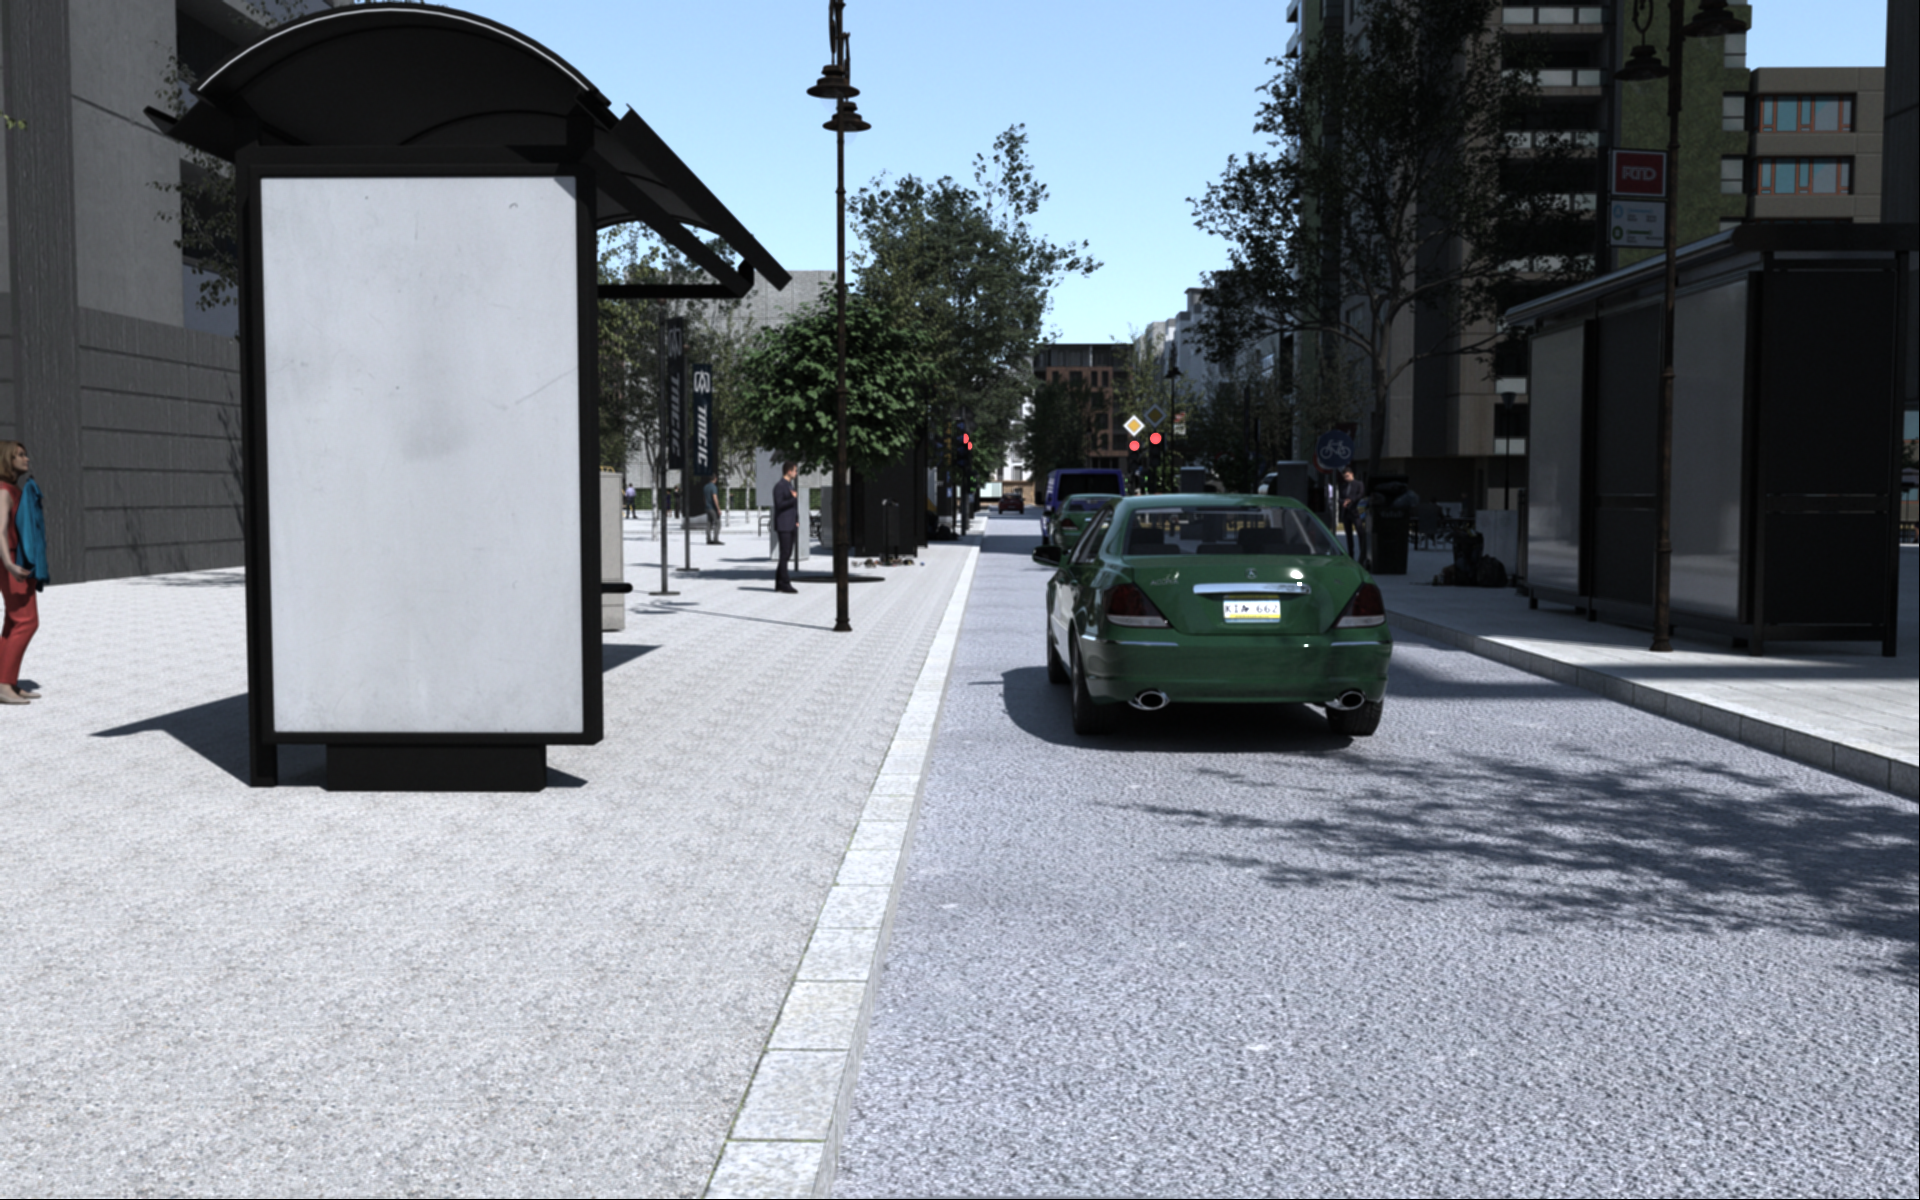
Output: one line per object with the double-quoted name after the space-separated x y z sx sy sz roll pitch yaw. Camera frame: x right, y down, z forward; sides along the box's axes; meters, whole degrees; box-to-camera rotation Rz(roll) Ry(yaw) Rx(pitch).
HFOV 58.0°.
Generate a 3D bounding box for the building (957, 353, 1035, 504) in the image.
4.475 -23.390 238.838 11.380 20.091 16.016 0 4 1 "building"

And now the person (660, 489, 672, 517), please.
-16.119 -5.304 95.134 0.546 1.535 0.453 -3 5 -43 "person"

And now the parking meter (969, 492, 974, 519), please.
0.540 -4.909 88.670 0.372 1.533 0.369 0 3 0 "parking meter"

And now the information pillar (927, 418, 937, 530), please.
-0.894 -3.784 53.222 0.183 3.616 0.504 -3 5 -45 "information pillar"

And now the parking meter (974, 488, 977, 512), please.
0.943 -7.034 120.723 0.399 1.863 0.255 -2 4 -35 "parking meter"

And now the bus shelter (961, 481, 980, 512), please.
0.970 -8.447 129.398 1.731 3.624 6.357 0 4 1 "bus shelter"

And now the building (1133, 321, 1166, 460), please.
28.228 -19.524 185.680 16.747 18.905 31.486 0 4 1 "building"

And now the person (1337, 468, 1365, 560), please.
7.248 -1.565 32.087 0.683 1.767 0.568 3 5 41 "person"

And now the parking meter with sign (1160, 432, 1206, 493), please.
6.550 -3.204 48.654 1.738 3.016 0.543 1 4 12 "parking meter with sign"

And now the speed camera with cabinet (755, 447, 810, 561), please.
-3.366 -2.358 32.881 0.660 3.252 2.038 1 4 8 "speed camera with cabinet"

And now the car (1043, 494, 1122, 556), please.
2.863 -1.555 37.223 2.131 1.459 4.920 0 4 1 "car"

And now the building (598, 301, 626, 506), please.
-53.359 -21.092 188.836 32.646 21.610 27.936 0 4 1 "building"

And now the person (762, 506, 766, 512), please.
-14.290 -7.091 125.897 0.435 1.345 0.340 0 4 2 "person"

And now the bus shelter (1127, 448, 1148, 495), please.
9.830 -6.058 90.334 1.731 3.624 6.357 0 4 1 "bus shelter"

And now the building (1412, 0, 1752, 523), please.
25.381 -24.082 77.340 14.086 41.232 14.154 0 4 1 "building"

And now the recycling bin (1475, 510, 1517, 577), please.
8.606 -0.903 27.311 0.722 1.027 0.722 3 5 43 "recycling bin"

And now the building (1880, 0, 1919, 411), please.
22.578 -20.912 25.512 14.154 41.232 14.086 0 4 1 "building"

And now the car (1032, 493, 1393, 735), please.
1.581 0.004 11.740 2.131 1.459 4.920 0 4 0 "car"

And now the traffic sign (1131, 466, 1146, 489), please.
8.174 -4.820 78.919 0.768 2.556 0.104 0 4 4 "traffic sign"

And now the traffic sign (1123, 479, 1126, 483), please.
10.548 -6.967 114.022 0.768 2.556 0.104 0 4 8 "traffic sign"

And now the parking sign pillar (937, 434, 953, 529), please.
-0.950 -4.635 64.255 1.447 3.967 1.447 2 4 30 "parking sign pillar"

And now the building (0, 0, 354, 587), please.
-26.647 -29.886 30.632 28.212 58.520 21.231 0 4 1 "building"

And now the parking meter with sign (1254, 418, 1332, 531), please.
7.630 -2.655 39.669 1.738 3.016 0.543 1 4 15 "parking meter with sign"

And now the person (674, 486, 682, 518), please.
-14.786 -5.163 91.255 0.742 1.727 0.445 2 4 28 "person"

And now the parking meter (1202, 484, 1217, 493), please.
6.567 -2.275 45.606 0.372 1.533 0.369 0 3 0 "parking meter"

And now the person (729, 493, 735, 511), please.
-17.184 -7.377 130.569 0.435 1.345 0.340 0 4 4 "person"

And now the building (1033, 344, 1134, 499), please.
26.623 -24.560 245.536 32.646 21.610 27.936 0 4 1 "building"

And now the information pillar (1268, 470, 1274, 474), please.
9.456 -2.912 52.098 0.304 2.012 0.304 -1 4 -12 "information pillar"

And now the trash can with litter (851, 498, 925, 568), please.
-1.468 -1.232 31.195 1.678 1.210 2.233 1 4 18 "trash can with litter"

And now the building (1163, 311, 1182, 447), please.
27.544 -18.828 164.259 16.016 20.091 11.380 0 4 1 "building"

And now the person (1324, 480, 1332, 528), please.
13.578 -3.575 64.360 0.709 1.838 0.599 -3 4 -39 "person"

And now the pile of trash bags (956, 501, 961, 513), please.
-0.799 -6.394 114.288 3.447 1.369 1.912 0 4 3 "pile of trash bags"

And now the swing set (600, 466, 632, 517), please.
-20.303 -6.216 99.259 2.862 2.851 3.119 0 4 1 "swing set"

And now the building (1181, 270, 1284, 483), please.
28.316 -18.081 152.050 16.016 20.091 11.380 0 4 1 "building"

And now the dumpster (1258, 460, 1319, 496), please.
9.537 -2.931 50.414 1.502 2.255 1.985 0 4 1 "dumpster"

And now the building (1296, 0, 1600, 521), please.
26.115 -25.307 97.360 14.154 41.232 14.086 0 4 1 "building"

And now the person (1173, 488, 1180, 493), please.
7.206 -2.882 57.084 0.593 1.643 0.415 -1 4 -9 "person"

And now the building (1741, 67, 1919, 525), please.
46.995 -14.615 84.002 28.899 21.520 27.650 0 4 1 "building"

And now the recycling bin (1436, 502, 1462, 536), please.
14.566 -2.410 51.956 0.722 1.027 0.722 0 4 -7 "recycling bin"

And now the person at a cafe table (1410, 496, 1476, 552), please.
10.842 -1.736 39.237 1.698 1.238 1.726 2 4 33 "person at a cafe table"

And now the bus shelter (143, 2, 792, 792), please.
-2.286 -0.979 9.926 2.014 3.302 5.546 0 4 1 "bus shelter"

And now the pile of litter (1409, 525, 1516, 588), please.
7.186 -0.632 24.291 1.176 0.858 1.719 -2 4 -35 "pile of litter"

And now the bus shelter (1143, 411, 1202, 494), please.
9.835 -6.362 81.646 2.179 5.291 8.768 0 4 1 "bus shelter"

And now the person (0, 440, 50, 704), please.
-5.857 -0.186 10.795 0.444 1.614 0.593 0 4 6 "person"

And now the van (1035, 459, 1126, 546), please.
3.109 -2.435 44.188 2.240 2.365 5.245 0 3 0 "van"

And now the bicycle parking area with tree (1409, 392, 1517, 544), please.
15.207 -3.623 46.231 9.016 4.147 8.231 1 4 22 "bicycle parking area with tree"

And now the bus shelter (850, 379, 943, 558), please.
-1.318 -2.858 38.013 1.731 3.624 6.357 0 4 1 "bus shelter"

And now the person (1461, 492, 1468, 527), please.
19.750 -3.543 67.878 0.340 1.345 0.435 0 4 3 "person"

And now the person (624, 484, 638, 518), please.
-17.427 -5.253 91.800 0.709 1.838 0.599 0 4 -3 "person"

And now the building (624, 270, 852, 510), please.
-17.883 -17.516 152.849 16.747 18.905 31.486 0 4 1 "building"

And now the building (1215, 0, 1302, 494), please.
30.895 -49.279 118.390 22.319 86.520 31.000 0 4 1 "building"

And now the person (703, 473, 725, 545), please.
-6.236 -2.307 43.889 0.434 1.807 0.598 -2 4 -28 "person"

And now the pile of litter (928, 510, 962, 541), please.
-0.832 -2.074 47.869 1.719 0.858 1.176 1 4 15 "pile of litter"

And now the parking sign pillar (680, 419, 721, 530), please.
-9.307 -4.499 62.038 1.447 3.967 1.447 0 4 -6 "parking sign pillar"

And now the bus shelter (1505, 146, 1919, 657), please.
7.126 -2.453 17.741 2.179 5.291 8.768 0 4 1 "bus shelter"

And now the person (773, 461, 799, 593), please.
-2.261 -0.956 22.590 0.530 1.710 0.541 2 4 26 "person"

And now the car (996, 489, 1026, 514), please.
3.717 -7.166 126.198 2.155 1.783 4.494 0 4 0 "car"

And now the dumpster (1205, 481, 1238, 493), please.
9.667 -3.578 64.254 1.264 1.857 1.865 0 4 1 "dumpster"

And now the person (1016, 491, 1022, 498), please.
5.931 -10.280 177.301 1.217 1.736 0.721 2 4 34 "person"
